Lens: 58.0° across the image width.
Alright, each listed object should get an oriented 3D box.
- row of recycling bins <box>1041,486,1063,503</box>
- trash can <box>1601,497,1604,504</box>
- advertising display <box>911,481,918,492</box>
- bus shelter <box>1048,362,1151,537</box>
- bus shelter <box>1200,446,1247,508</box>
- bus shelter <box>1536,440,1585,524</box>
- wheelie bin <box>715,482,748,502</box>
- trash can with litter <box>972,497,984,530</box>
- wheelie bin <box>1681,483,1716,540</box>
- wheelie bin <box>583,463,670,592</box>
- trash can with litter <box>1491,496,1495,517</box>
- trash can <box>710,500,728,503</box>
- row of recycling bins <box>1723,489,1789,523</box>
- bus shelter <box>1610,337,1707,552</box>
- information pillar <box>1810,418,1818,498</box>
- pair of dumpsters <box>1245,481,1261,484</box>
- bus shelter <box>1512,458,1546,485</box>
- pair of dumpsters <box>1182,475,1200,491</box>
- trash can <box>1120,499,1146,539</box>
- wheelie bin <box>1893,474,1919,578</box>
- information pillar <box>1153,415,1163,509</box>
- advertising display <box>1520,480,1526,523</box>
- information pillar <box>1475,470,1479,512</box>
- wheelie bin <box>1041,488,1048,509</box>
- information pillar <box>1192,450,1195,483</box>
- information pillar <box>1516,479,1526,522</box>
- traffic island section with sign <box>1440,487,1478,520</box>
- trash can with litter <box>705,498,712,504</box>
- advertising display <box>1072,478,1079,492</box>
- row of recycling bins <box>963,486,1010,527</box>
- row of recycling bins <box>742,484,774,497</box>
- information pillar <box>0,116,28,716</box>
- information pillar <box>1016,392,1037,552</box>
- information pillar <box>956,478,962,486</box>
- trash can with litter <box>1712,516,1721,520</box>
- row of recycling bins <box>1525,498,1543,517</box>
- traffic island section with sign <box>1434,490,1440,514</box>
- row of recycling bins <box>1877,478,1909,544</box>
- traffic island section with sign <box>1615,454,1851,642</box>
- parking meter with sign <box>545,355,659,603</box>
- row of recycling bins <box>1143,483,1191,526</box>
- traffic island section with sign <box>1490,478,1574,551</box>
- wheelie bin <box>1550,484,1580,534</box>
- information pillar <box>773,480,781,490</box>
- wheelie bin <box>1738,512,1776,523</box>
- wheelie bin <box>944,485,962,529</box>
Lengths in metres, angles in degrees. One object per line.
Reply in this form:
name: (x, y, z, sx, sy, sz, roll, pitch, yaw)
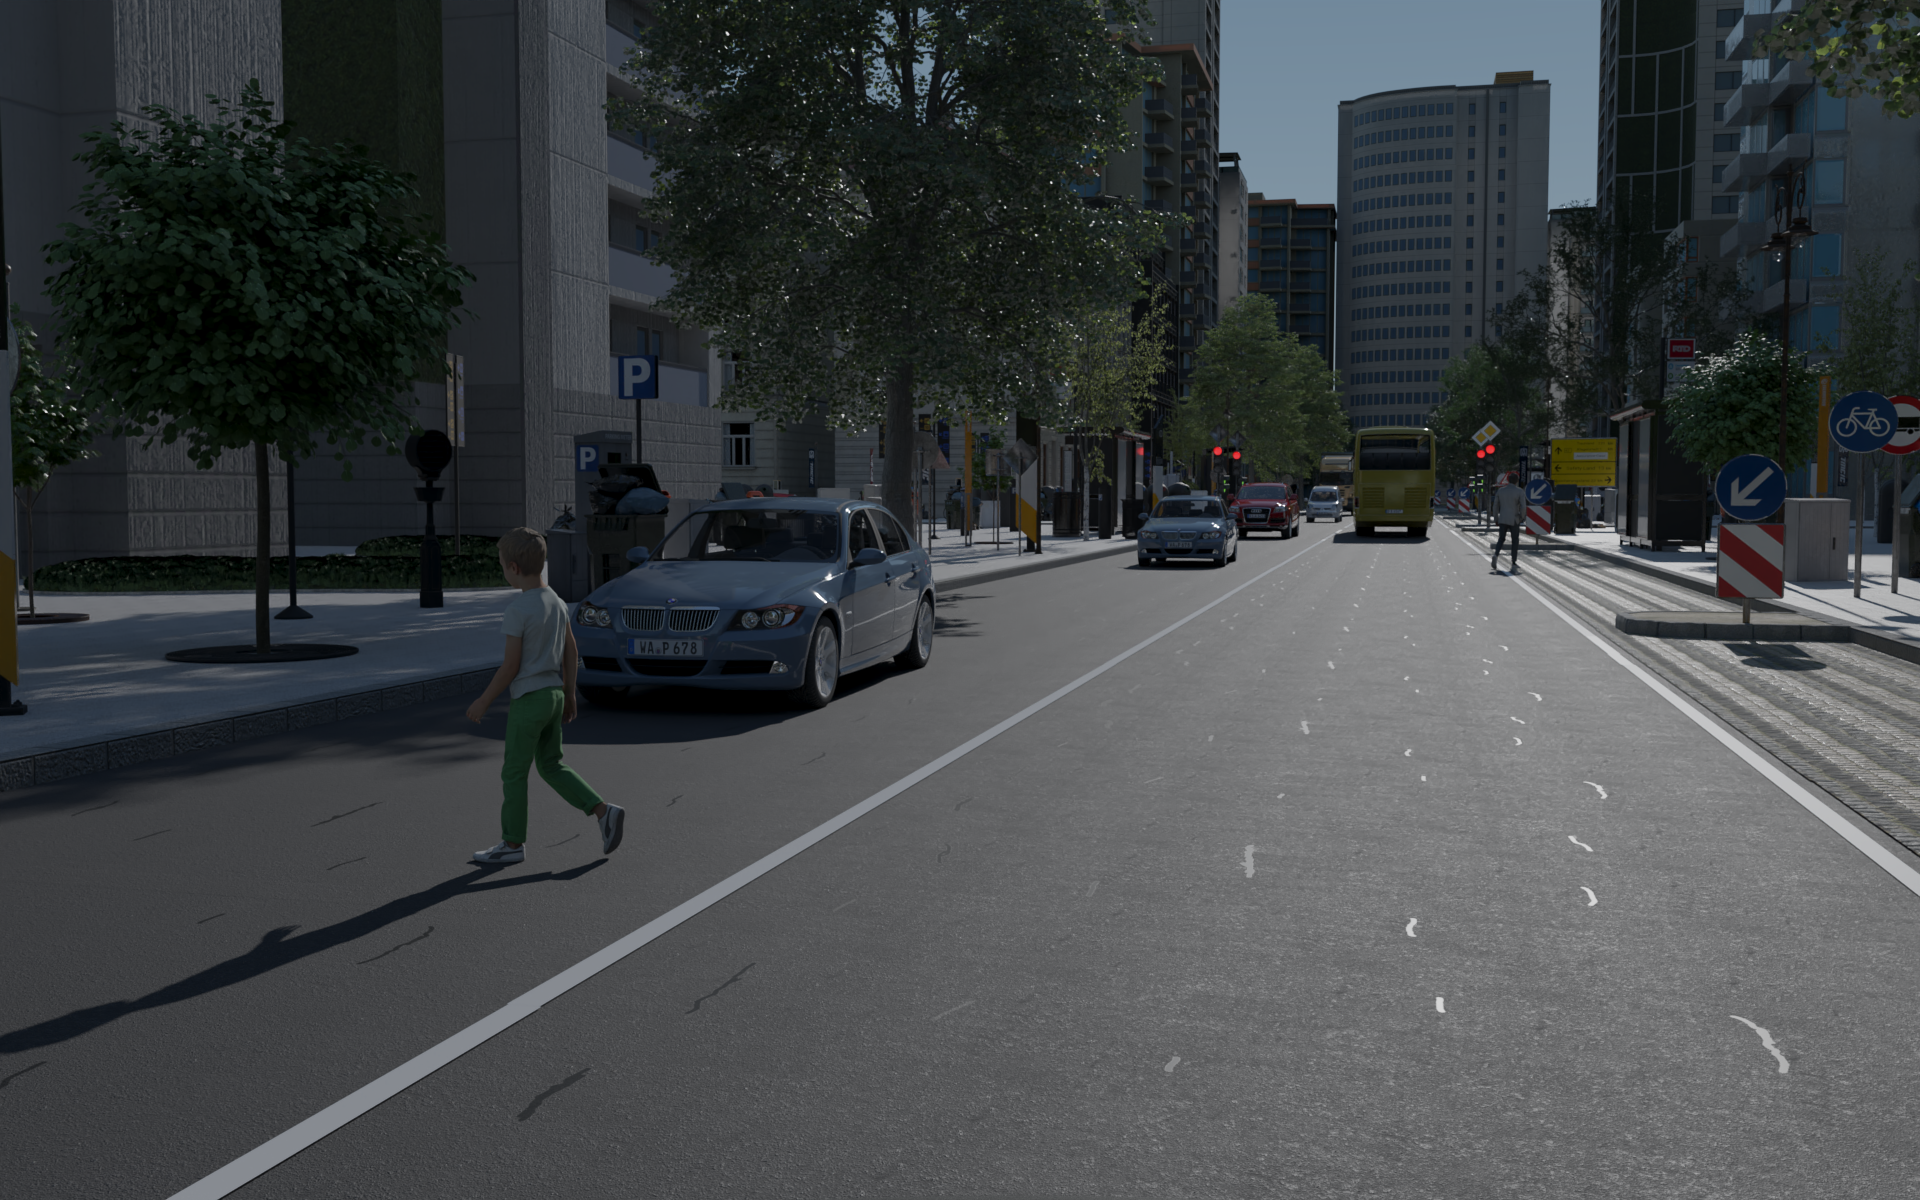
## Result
row of recycling bins: (4.832, -4.998, 88.823, 1.069, 1.692, 3.534, 1, 4, 21)
trash can: (34.131, -4.964, 92.813, 0.748, 1.137, 0.748, 0, 3, 0)
advertising display: (-2.437, -4.838, 84.309, 0.974, 1.923, 0.123, -1, 4, -21)
bus shelter: (4.383, -4.743, 55.187, 2.179, 5.291, 8.768, 1, 4, 14)
bus shelter: (13.294, -5.860, 87.097, 1.731, 3.624, 6.357, 1, 4, 14)
bus shelter: (26.890, -5.277, 77.555, 1.731, 3.624, 6.357, 1, 4, 14)
wheelie bin: (-6.239, -2.397, 47.102, 0.980, 1.594, 0.693, -3, 5, -42)
trash can with litter: (0.505, -3.064, 61.486, 0.624, 1.170, 1.055, 0, 4, 6)
wheelie bin: (20.457, -2.446, 47.895, 0.980, 1.594, 0.693, -2, 4, -31)
wheelie bin: (-3.426, -0.609, 17.871, 0.980, 1.594, 0.693, 1, 4, 22)
trash can with litter: (30.548, -5.365, 99.102, 0.624, 1.170, 1.055, 1, 4, 20)
trash can: (-5.848, -1.927, 43.153, 0.748, 1.137, 0.748, 0, 3, 0)
row of recycling bins: (34.427, -4.148, 74.938, 1.069, 1.692, 3.534, -1, 4, -15)
bus shelter: (17.188, -3.955, 42.288, 2.179, 5.291, 8.768, 1, 4, 14)
information pillar: (23.155, -3.385, 46.699, 0.183, 3.616, 0.504, -1, 4, -13)
pair of dumpsters: (20.890, -7.389, 123.302, 1.574, 2.255, 4.437, 1, 4, 14)
bus shelter: (32.659, -6.410, 98.728, 2.014, 3.302, 5.546, 1, 4, 14)
pair of dumpsters: (11.016, -5.141, 86.546, 1.574, 2.255, 4.437, 1, 4, 14)
trash can: (4.914, -2.299, 49.244, 0.748, 1.137, 0.748, 0, 3, 0)
wheelie bin: (14.782, -1.142, 26.586, 0.693, 1.594, 0.980, 0, 4, 7)
information pillar: (5.861, -3.661, 51.216, 0.183, 3.616, 0.504, 2, 4, 34)
advertising display: (25.043, -4.394, 77.056, 0.123, 1.923, 0.974, 1, 4, 23)
information pillar: (36.871, -8.075, 123.382, 0.183, 3.616, 0.504, -1, 4, -14)
wheelie bin: (3.912, -4.714, 84.988, 0.693, 1.594, 0.980, -2, 4, -23)
information pillar: (12.526, -6.214, 92.960, 0.183, 3.616, 0.504, 0, 4, 0)
information pillar: (25.846, -4.607, 79.809, 0.304, 2.012, 0.304, -3, 4, -36)
traffic island section with sign: (28.339, -5.457, 97.853, 1.989, 1.847, 2.006, 1, 4, 14)
trash can with litter: (-6.230, -2.084, 45.456, 1.055, 1.170, 0.624, 0, 4, 6)
advertising display: (4.897, -3.992, 70.484, 0.123, 1.923, 0.974, 3, 5, 40)
row of recycling bins: (1.115, -3.762, 68.622, 1.069, 1.692, 3.534, -2, 4, -31)
row of recycling bins: (-9.396, -3.950, 71.703, 3.534, 1.692, 1.069, 1, 4, 12)
information pillar: (-5.697, -1.136, 9.923, 0.504, 3.616, 0.183, -1, 4, -21)
information pillar: (1.488, -2.871, 38.292, 0.504, 3.616, 0.183, 0, 4, 1)
information pillar: (-0.051, -4.628, 80.164, 0.304, 2.012, 0.304, 0, 4, 1)
trash can with litter: (37.684, -4.649, 87.066, 1.678, 1.210, 2.233, 2, 4, 27)
row of recycling bins: (28.296, -4.792, 85.468, 1.069, 1.692, 3.534, -1, 4, -11)
traffic island section with sign: (35.108, -7.074, 124.286, 1.989, 1.847, 2.006, 1, 4, 14)
row of recycling bins: (25.126, -2.255, 43.984, 1.069, 1.692, 3.534, -3, 4, -36)
traffic island section with sign: (7.886, -0.565, 17.872, 1.989, 1.847, 2.006, 1, 4, 14)
parking meter with sign: (-4.366, -1.519, 21.097, 0.543, 3.016, 1.738, 1, 4, 23)
row of recycling bins: (6.649, -3.347, 61.841, 3.534, 1.692, 1.069, -2, 4, -27)
traffic island section with sign: (14.769, -2.210, 44.760, 1.989, 1.847, 2.006, 1, 4, 14)
wheelie bin: (19.462, -2.922, 55.688, 0.980, 1.594, 0.693, 2, 4, 32)
information pillar: (-9.704, -5.352, 92.004, 0.304, 2.012, 0.304, 2, 4, 27)
wheelie bin: (17.072, -1.789, 37.161, 0.980, 1.594, 0.693, -3, 5, -42)
wheelie bin: (-0.144, -3.373, 63.061, 0.693, 1.594, 0.980, -3, 5, -40)
